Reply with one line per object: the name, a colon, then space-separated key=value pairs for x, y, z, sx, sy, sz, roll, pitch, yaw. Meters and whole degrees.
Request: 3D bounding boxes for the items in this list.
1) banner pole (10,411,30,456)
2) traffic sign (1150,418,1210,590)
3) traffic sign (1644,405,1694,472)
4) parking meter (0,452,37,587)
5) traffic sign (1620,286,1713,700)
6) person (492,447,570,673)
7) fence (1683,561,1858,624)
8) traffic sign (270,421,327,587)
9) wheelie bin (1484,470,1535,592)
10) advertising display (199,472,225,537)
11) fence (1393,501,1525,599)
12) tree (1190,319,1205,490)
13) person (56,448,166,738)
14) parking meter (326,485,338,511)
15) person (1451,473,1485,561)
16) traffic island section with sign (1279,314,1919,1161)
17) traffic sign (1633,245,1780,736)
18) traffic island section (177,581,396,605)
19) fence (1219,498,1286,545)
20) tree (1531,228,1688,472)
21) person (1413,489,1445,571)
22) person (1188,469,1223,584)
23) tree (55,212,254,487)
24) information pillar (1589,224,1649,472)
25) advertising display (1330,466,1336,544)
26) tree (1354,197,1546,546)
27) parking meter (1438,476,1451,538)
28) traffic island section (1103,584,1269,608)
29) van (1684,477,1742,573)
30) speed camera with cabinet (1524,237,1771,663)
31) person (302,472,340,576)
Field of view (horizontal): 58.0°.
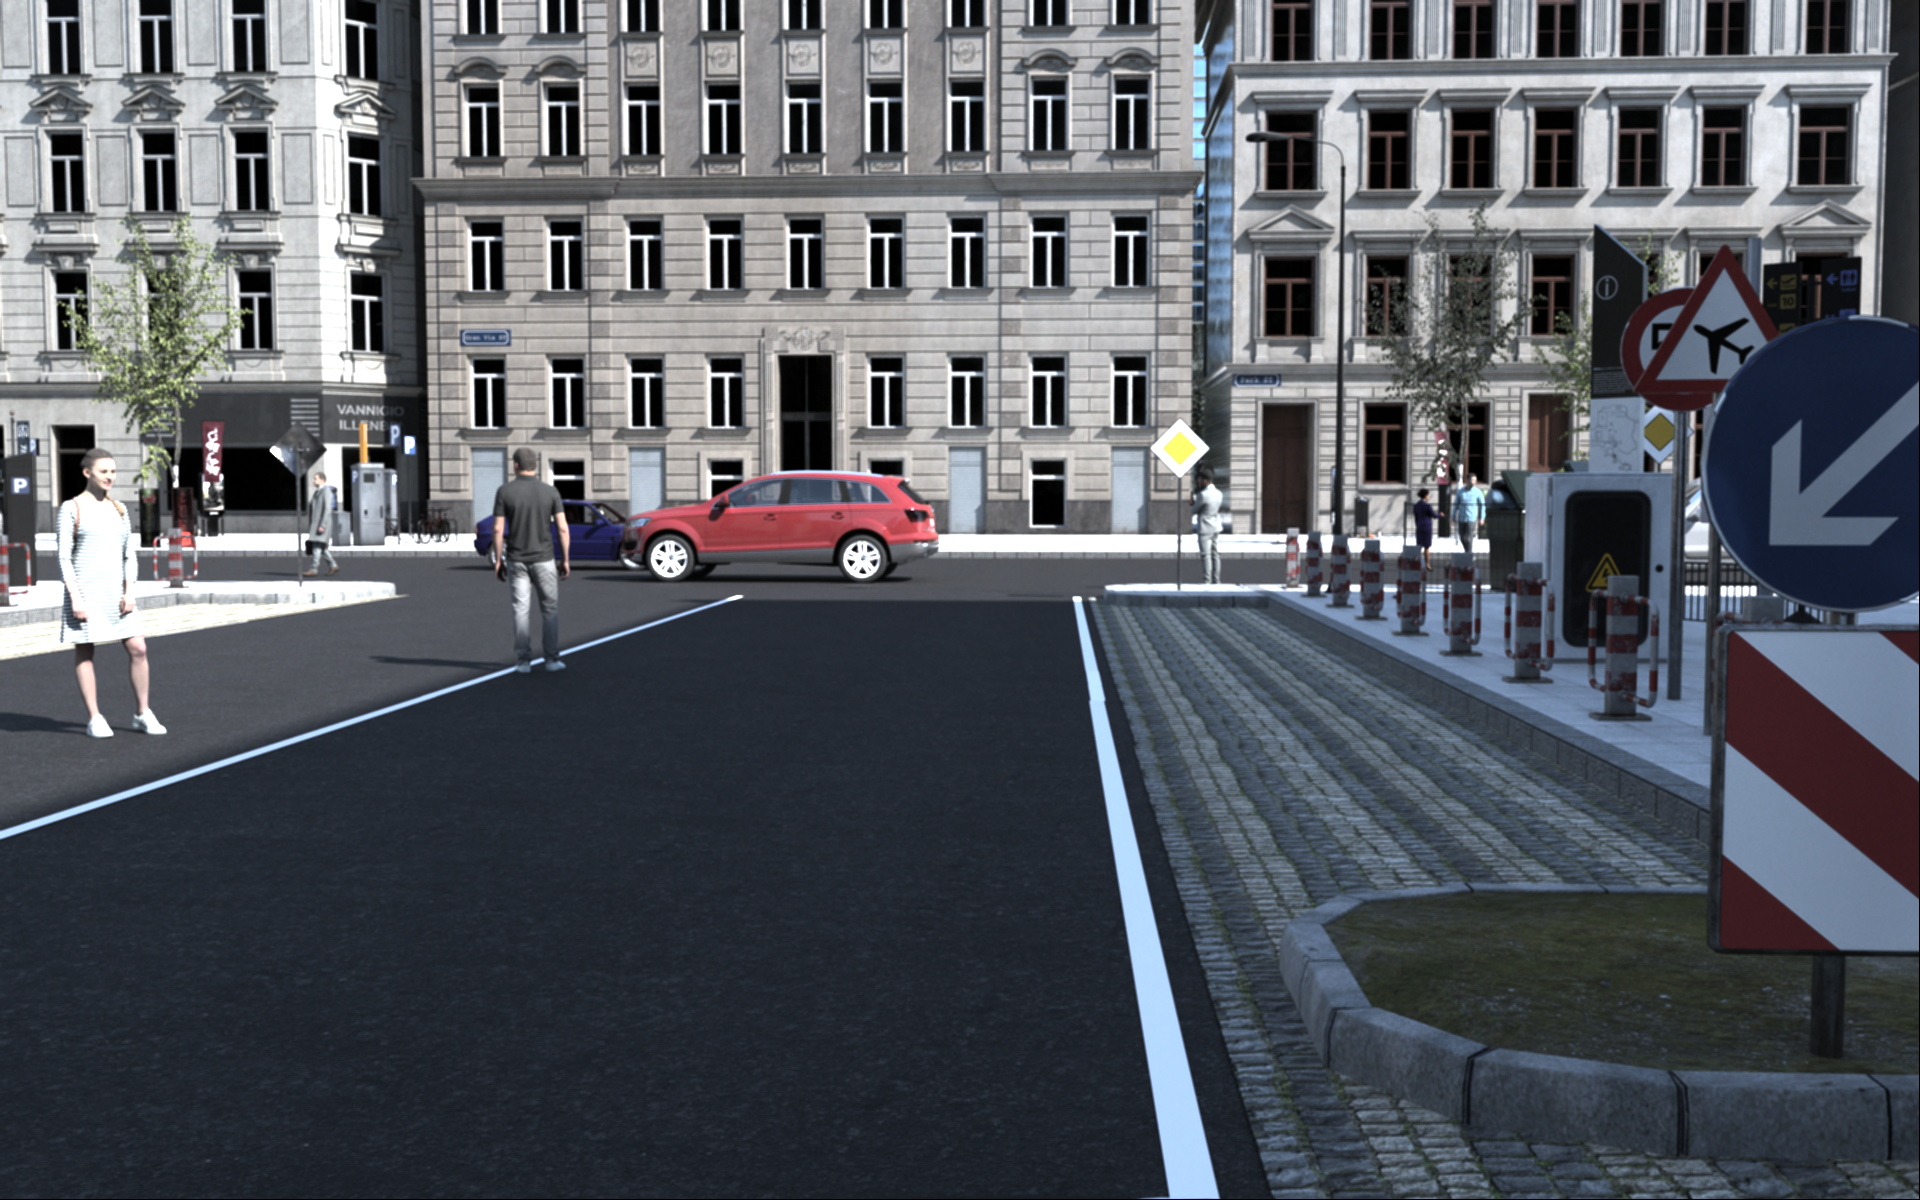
banner pole: x=-28.349 y=-3.806 z=52.243 sx=0.863 sy=3.779 sz=0.401 roll=1 pitch=4 yaw=17
traffic sign: x=2.919 y=-1.187 z=23.055 sx=0.795 sy=2.450 sz=0.064 roll=0 pitch=4 yaw=3
traffic sign: x=8.543 y=-1.224 z=21.203 sx=0.795 sy=2.450 sz=0.064 roll=1 pitch=4 yaw=9
parking meter: x=-13.051 y=-1.117 z=23.979 sx=0.399 sy=1.863 sz=0.255 roll=-3 pitch=5 yaw=-44
traffic sign: x=4.462 y=-0.651 z=10.742 sx=0.768 sy=2.556 sz=0.104 roll=0 pitch=4 yaw=7
person: x=-3.464 y=-0.330 z=14.023 sx=0.598 sy=1.807 sz=0.434 roll=0 pitch=4 yaw=-6
fence: x=6.754 y=0.030 z=14.893 sx=0.278 sy=0.683 sz=2.069 roll=-2 pitch=4 yaw=-32
traffic sign: x=-9.056 y=-1.229 z=23.735 sx=0.795 sy=2.450 sz=0.064 roll=0 pitch=4 yaw=3
wheelie bin: x=7.371 y=-0.921 z=22.974 sx=0.980 sy=1.594 sz=0.693 roll=-2 pitch=4 yaw=-32
advertising display: x=-22.285 y=-2.838 z=51.611 sx=0.123 sy=1.923 sz=0.974 roll=1 pitch=4 yaw=15
fence: x=6.468 y=-0.604 z=21.084 sx=2.264 sy=1.192 sz=0.480 roll=0 pitch=4 yaw=2
tree: x=9.564 y=-7.520 z=73.307 sx=4.360 sy=8.622 sz=3.978 roll=0 pitch=3 yaw=0
person: x=-5.086 y=-0.046 z=10.250 sx=0.522 sy=1.701 sz=0.512 roll=2 pitch=4 yaw=32
parking meter: x=-18.453 y=-2.593 z=50.810 sx=0.372 sy=1.533 sz=0.369 roll=0 pitch=3 yaw=0
person: x=10.092 y=-1.582 z=34.224 sx=0.638 sy=1.841 sz=0.748 roll=3 pitch=5 yaw=44
traffic island section with sign: x=1.924 y=0.244 z=4.644 sx=1.989 sy=1.847 sz=2.006 roll=0 pitch=4 yaw=3
traffic sign: x=3.991 y=-0.559 z=9.142 sx=0.884 sy=2.594 sz=0.081 roll=0 pitch=4 yaw=6
traffic island section: x=-9.080 y=-0.093 z=23.798 sx=2.009 sy=0.180 sz=2.903 roll=0 pitch=4 yaw=3
fence: x=7.318 y=-2.050 z=44.715 sx=2.264 sy=1.192 sz=0.480 roll=3 pitch=5 yaw=42
tree: x=18.385 y=-6.009 z=48.609 sx=4.737 sy=8.622 sz=4.395 roll=0 pitch=3 yaw=0
person: x=8.694 y=-1.306 z=32.227 sx=0.453 sy=1.535 sz=0.546 roll=3 pitch=4 yaw=37
person: x=3.604 y=-1.032 z=25.551 sx=0.466 sy=1.800 sz=0.511 roll=2 pitch=4 yaw=29
tree: x=-20.472 y=-5.755 z=44.455 sx=4.737 sy=8.622 sz=4.395 roll=0 pitch=3 yaw=0
information pillar: x=5.657 y=-1.443 z=14.955 sx=0.183 sy=3.616 sz=0.504 roll=-3 pitch=4 yaw=-38
advertising display: x=8.611 y=-2.108 z=39.687 sx=0.123 sy=1.923 sz=0.974 roll=0 pitch=4 yaw=5
tree: x=12.086 y=-5.641 z=42.600 sx=4.360 sy=8.622 sz=3.978 roll=0 pitch=3 yaw=0
parking meter: x=14.267 y=-2.769 z=50.980 sx=0.255 sy=1.863 sz=0.399 roll=3 pitch=4 yaw=39
traffic island section: x=2.943 y=-0.052 z=23.131 sx=2.009 sy=0.180 sz=2.903 roll=0 pitch=4 yaw=3
van: x=11.845 y=-1.217 z=26.914 sx=4.112 sy=2.044 sz=2.013 roll=0 pitch=4 yaw=4
speed camera with cabinet: x=5.448 y=-1.159 z=13.287 sx=2.038 sy=3.252 sz=0.660 roll=0 pitch=4 yaw=1
person: x=-11.198 y=-1.324 z=30.246 sx=0.767 sy=1.812 sz=0.694 roll=-3 pitch=4 yaw=-37
